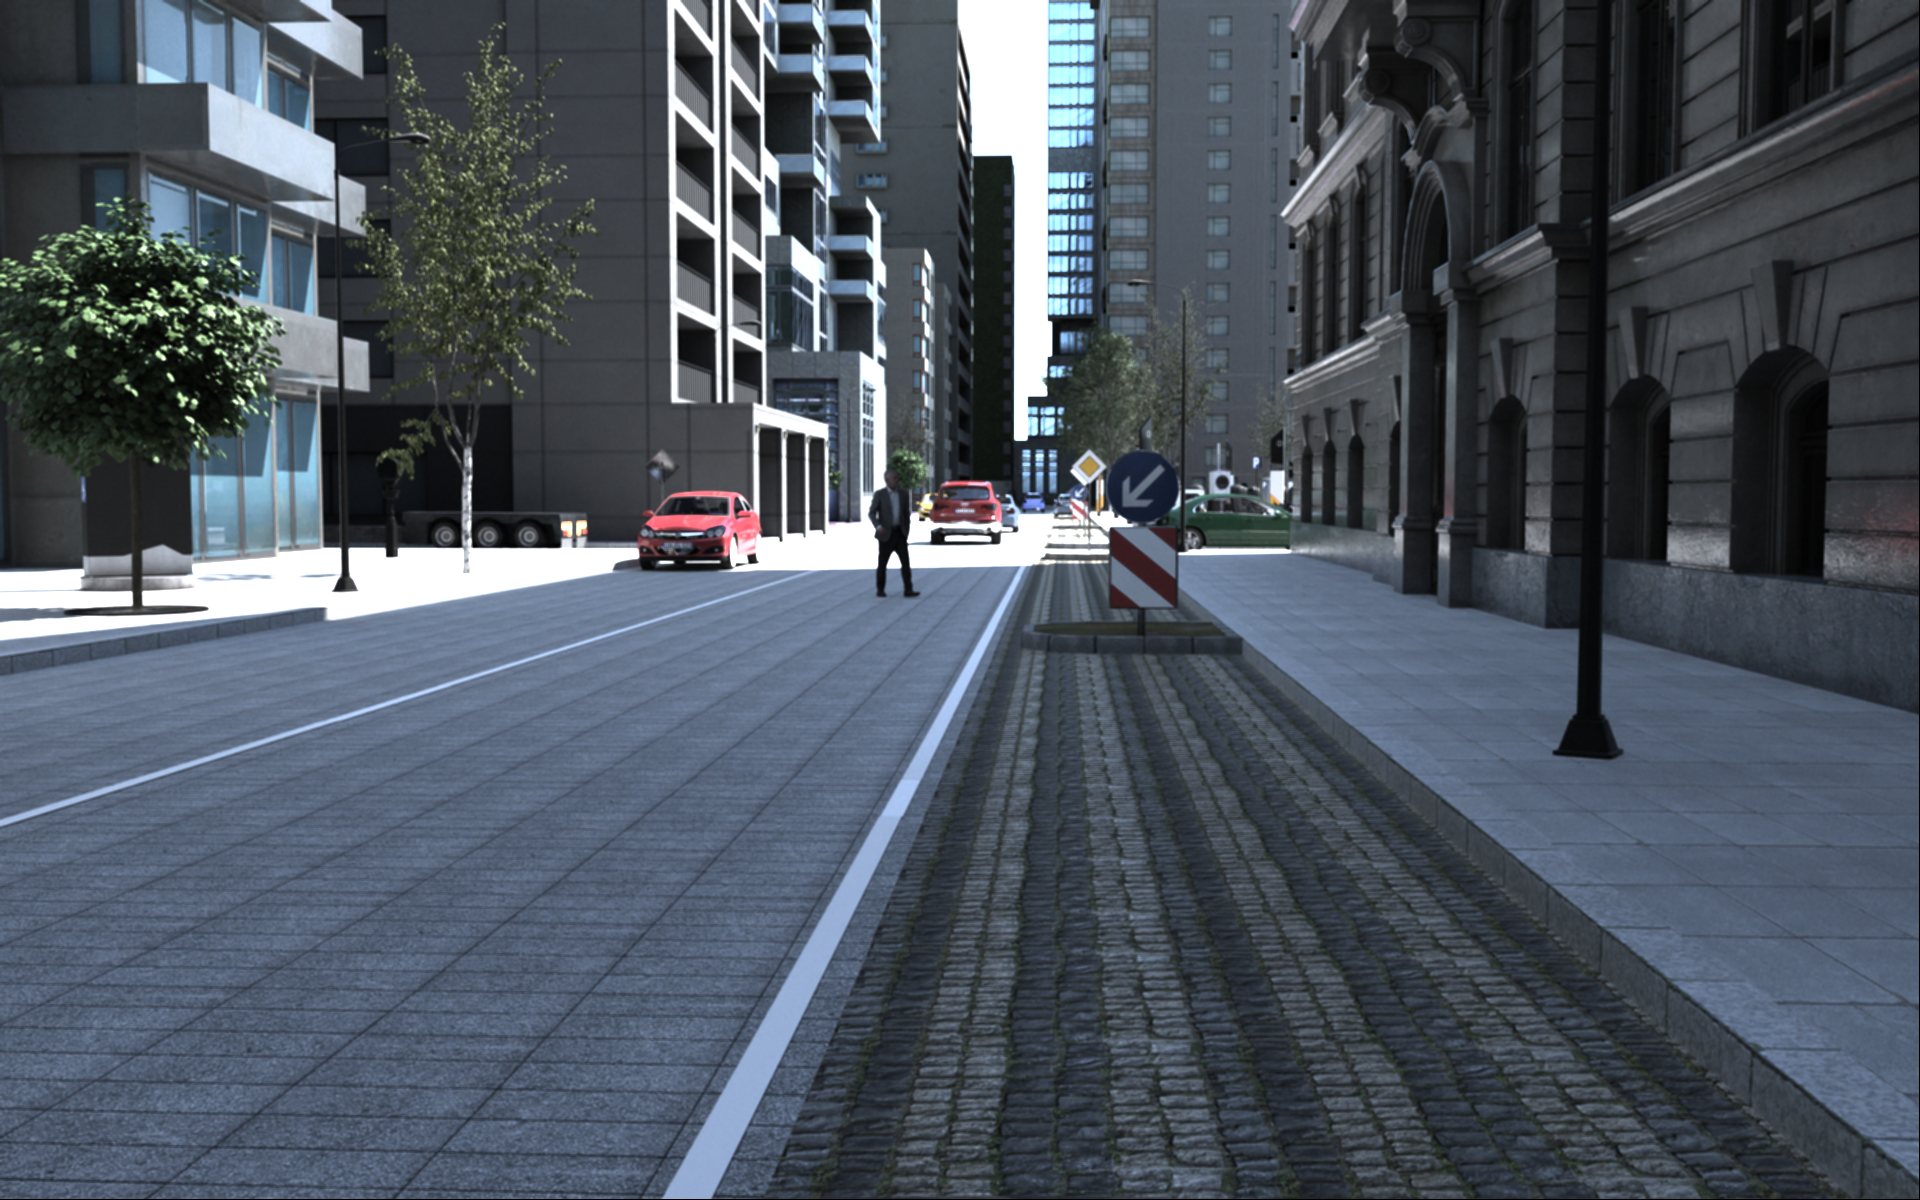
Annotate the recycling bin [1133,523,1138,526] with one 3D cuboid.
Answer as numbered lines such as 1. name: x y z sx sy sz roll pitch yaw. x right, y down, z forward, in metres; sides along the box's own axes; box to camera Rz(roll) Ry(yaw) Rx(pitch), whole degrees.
1. recycling bin: 5.784 -2.483 53.155 0.722 1.027 0.722 -3 5 -40

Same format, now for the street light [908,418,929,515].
1. street light: -2.565 -8.153 105.848 1.470 5.913 1.316 0 4 3

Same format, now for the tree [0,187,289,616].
1. tree: -9.033 -2.139 18.692 4.285 4.588 4.351 0 3 0

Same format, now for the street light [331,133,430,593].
1. street light: -7.518 -3.056 22.501 1.470 5.913 1.316 0 4 3

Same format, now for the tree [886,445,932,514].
1. tree: -3.510 -7.915 113.127 4.285 4.588 4.351 0 3 0

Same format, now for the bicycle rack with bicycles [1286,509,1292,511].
1. bicycle rack with bicycles: 8.108 -2.127 48.164 2.852 0.926 2.925 0 4 4

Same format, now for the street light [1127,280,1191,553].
1. street light: 4.328 -3.988 37.742 1.470 5.913 1.316 0 4 3

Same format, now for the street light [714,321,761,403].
1. street light: -6.036 -4.530 46.606 1.470 5.913 1.316 0 4 3

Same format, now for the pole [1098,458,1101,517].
1. pole: 7.866 -6.343 97.557 0.158 3.312 0.155 0 3 0

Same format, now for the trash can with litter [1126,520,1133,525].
1. trash can with litter: 7.377 -3.769 73.012 0.624 1.170 1.055 -1 4 -18

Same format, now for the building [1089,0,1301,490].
1. building: 26.469 -34.914 160.088 28.713 52.752 27.495 0 4 3

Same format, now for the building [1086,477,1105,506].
1. building: 23.784 -45.617 184.095 20.563 71.187 20.611 0 4 3

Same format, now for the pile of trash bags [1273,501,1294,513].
1. pile of trash bags: 11.285 -2.692 53.761 3.447 1.369 1.912 1 4 10

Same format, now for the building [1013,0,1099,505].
1. building: 22.473 -55.089 213.383 31.000 86.520 22.319 0 4 3

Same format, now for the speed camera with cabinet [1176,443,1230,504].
1. speed camera with cabinet: 9.418 -4.450 67.096 2.038 3.252 0.660 -1 4 -13

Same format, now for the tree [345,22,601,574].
1. tree: -7.926 -4.739 27.847 4.737 8.622 4.395 0 3 0

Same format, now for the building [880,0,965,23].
1. building: -10.198 -32.906 161.722 21.300 48.544 21.600 0 4 3

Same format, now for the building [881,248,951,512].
1. building: -15.401 -17.868 137.175 27.650 21.520 28.899 0 4 3

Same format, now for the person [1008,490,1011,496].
1. person: 5.172 -10.421 178.872 0.705 1.826 1.348 1 4 18

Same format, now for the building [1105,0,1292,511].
1. building: 18.849 -27.921 140.101 14.154 41.232 14.086 0 4 3

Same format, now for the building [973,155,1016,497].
1. building: -0.275 -32.316 211.953 14.086 41.232 14.154 0 4 3

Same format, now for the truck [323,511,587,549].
1. truck: -19.098 -3.329 44.193 18.799 4.110 2.967 0 4 3

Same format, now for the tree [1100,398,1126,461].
1. tree: 11.631 -11.033 130.744 4.737 8.622 4.395 0 3 0

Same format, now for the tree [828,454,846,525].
1. tree: -5.536 -4.740 72.099 1.663 3.219 1.824 0 3 0

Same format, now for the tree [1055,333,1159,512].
1. tree: 10.468 -12.506 122.597 7.486 12.596 7.792 0 3 0

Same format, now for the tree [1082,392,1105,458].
1. tree: 9.819 -9.773 110.150 4.360 8.622 3.978 0 3 0

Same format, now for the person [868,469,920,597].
1. person: -0.902 -0.925 24.022 0.661 1.777 0.834 -3 4 -36

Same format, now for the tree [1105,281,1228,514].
1. tree: 7.365 -6.747 60.679 4.360 8.622 3.978 0 3 0

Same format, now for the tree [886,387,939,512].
1. tree: -3.435 -10.293 118.652 4.360 8.622 3.978 0 3 0

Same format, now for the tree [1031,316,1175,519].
1. tree: 7.928 -9.561 90.742 7.601 10.594 8.767 2 4 33

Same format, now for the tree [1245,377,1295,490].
1. tree: 19.690 -9.671 108.488 4.360 8.622 3.978 0 3 0

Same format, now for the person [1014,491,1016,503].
1. person: 6.354 -11.625 198.510 0.705 1.831 1.348 0 4 2

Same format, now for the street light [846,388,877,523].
1. street light: -4.351 -6.344 76.260 1.470 5.913 1.316 0 4 3

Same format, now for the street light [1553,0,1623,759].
1. street light: 2.561 -2.194 8.409 1.470 5.913 1.316 0 4 3
